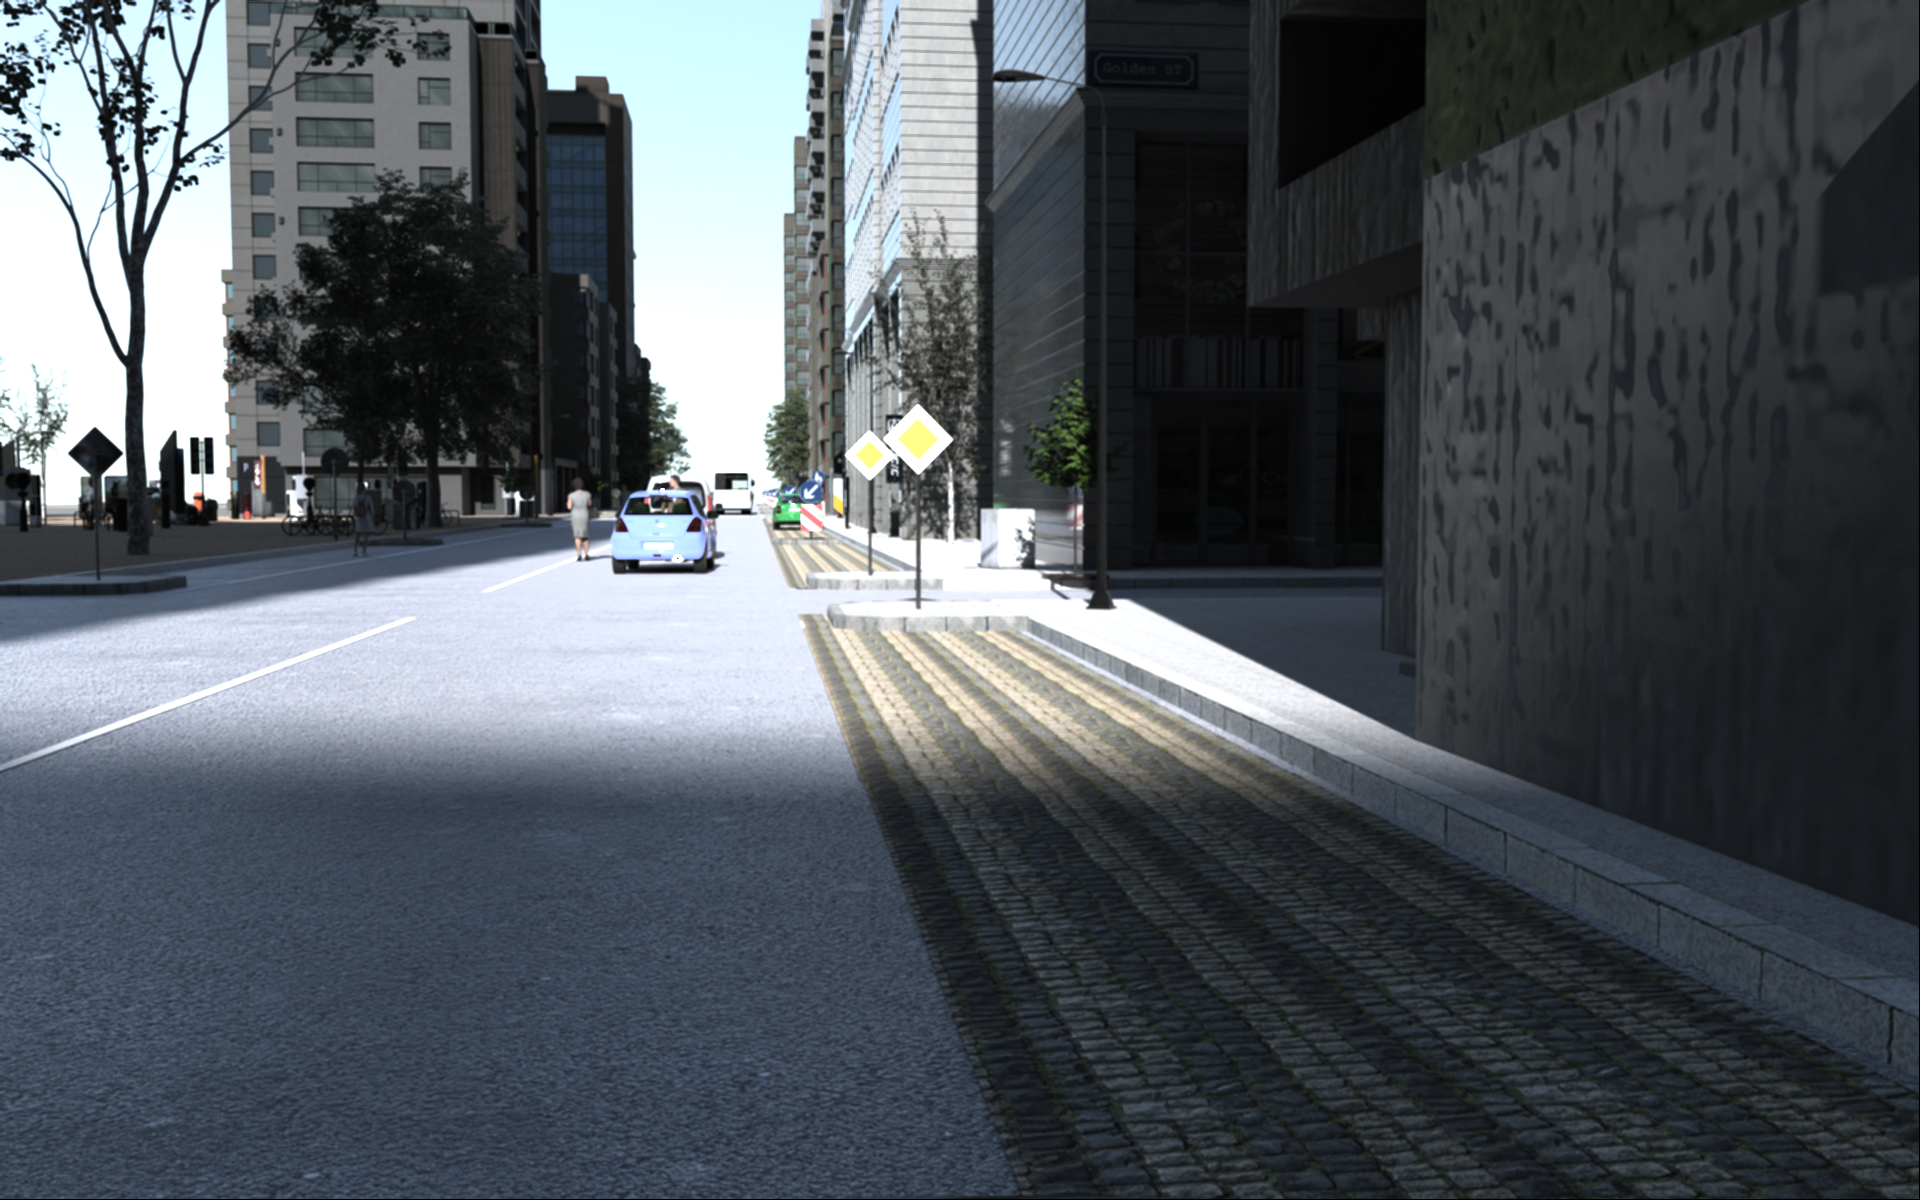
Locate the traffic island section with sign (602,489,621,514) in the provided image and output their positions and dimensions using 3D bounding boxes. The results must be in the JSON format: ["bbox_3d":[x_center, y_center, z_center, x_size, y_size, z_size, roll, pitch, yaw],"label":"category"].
[{"bbox_3d":[-24.792,-7.121,125.057,1.989,1.847,2.006,0,4,-7],"label":"traffic island section with sign"}]

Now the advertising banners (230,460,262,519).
[{"bbox_3d":[-36.400,-5.635,88.320,2.074,3.025,0.090,1,4,20],"label":"advertising banners"}]

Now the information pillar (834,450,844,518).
[{"bbox_3d":[-6.503,-6.203,92.776,0.504,3.616,0.183,0,4,6],"label":"information pillar"}]

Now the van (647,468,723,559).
[{"bbox_3d":[-6.411,-1.988,39.522,2.013,2.044,4.112,-1,4,-9],"label":"van"}]

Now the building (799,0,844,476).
[{"bbox_3d":[-3.020,-33.196,162.365,23.786,49.044,30.456,0,4,-7],"label":"building"}]

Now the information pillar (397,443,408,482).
[{"bbox_3d":[-25.323,-5.338,78.632,0.183,3.616,0.504,3,5,42],"label":"information pillar"}]

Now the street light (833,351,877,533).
[{"bbox_3d":[-3.406,-5.129,56.396,1.470,5.913,1.316,0,4,-7],"label":"street light"}]

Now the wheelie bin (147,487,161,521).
[{"bbox_3d":[-37.920,-4.491,81.330,0.980,1.594,0.693,0,3,0],"label":"wheelie bin"}]

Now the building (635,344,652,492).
[{"bbox_3d":[-52.546,-22.434,211.830,27.650,21.520,28.899,0,4,-7],"label":"building"}]

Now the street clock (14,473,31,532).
[{"bbox_3d":[-31.813,-3.317,58.803,0.358,2.002,0.471,2,4,35],"label":"street clock"}]

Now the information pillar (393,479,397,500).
[{"bbox_3d":[-27.137,-4.831,83.486,0.304,2.012,0.304,-1,4,-10],"label":"information pillar"}]

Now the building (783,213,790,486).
[{"bbox_3d":[-18.775,-34.893,254.095,14.154,41.232,14.086,0,4,-7],"label":"building"}]

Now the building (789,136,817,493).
[{"bbox_3d":[-12.245,-31.669,201.387,14.154,41.232,14.086,0,4,-7],"label":"building"}]

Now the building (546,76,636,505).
[{"bbox_3d":[-43.126,-32.995,189.586,14.600,45.320,14.200,0,4,-7],"label":"building"}]

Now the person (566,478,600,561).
[{"bbox_3d":[-8.084,-1.728,37.109,0.716,1.782,0.532,-2,4,-28],"label":"person"}]

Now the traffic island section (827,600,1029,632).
[{"bbox_3d":[-0.445,0.180,19.342,2.009,0.180,2.903,0,4,-7],"label":"traffic island section"}]

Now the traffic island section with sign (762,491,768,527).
[{"bbox_3d":[-7.577,-4.125,76.071,1.989,1.847,2.006,0,4,-7],"label":"traffic island section with sign"}]

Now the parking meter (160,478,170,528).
[{"bbox_3d":[-29.690,-3.607,64.691,0.255,1.863,0.399,-2,4,-35],"label":"parking meter"}]

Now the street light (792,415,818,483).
[{"bbox_3d":[-8.962,-7.914,101.936,1.470,5.913,1.316,0,4,-7],"label":"street light"}]

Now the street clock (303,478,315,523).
[{"bbox_3d":[-29.134,-4.466,77.591,0.358,2.002,0.471,3,4,37],"label":"street clock"}]

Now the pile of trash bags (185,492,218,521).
[{"bbox_3d":[-35.678,-4.351,80.888,1.912,1.369,3.447,-2,4,-29],"label":"pile of trash bags"}]

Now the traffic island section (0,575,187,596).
[{"bbox_3d":[-12.905,-0.221,25.902,2.009,0.180,2.903,0,4,-7],"label":"traffic island section"}]

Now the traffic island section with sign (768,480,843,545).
[{"bbox_3d":[-4.367,-2.488,49.307,1.989,1.847,2.006,0,4,-7],"label":"traffic island section with sign"}]

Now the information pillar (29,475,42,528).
[{"bbox_3d":[-35.438,-3.784,66.359,0.304,2.012,0.304,0,4,6],"label":"information pillar"}]

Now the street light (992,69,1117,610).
[{"bbox_3d":[1.046,-2.852,19.177,1.470,5.913,1.316,0,4,-7],"label":"street light"}]

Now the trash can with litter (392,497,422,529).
[{"bbox_3d":[-20.273,-3.184,63.441,1.055,1.170,0.624,0,4,2],"label":"trash can with litter"}]

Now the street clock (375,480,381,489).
[{"bbox_3d":[-29.142,-5.026,86.742,0.358,2.002,0.471,-1,4,-8],"label":"street clock"}]

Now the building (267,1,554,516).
[{"bbox_3d":[-33.133,-20.476,106.483,14.160,30.474,14.107,0,4,-7],"label":"building"}]

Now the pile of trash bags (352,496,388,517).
[{"bbox_3d":[-32.905,-5.305,96.483,1.912,1.369,3.447,-3,4,-36],"label":"pile of trash bags"}]

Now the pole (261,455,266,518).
[{"bbox_3d":[-36.577,-5.939,90.941,0.158,3.312,0.155,0,3,0],"label":"pole"}]

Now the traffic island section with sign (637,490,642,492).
[{"bbox_3d":[-28.022,-8.770,152.010,1.989,1.847,2.006,0,4,-7],"label":"traffic island section with sign"}]

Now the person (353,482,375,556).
[{"bbox_3d":[-13.761,-1.859,39.900,0.512,1.701,0.522,0,4,-7],"label":"person"}]

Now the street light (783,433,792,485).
[{"bbox_3d":[-12.427,-9.707,131.257,1.470,5.913,1.316,0,4,-7],"label":"street light"}]

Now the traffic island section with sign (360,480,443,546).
[{"bbox_3d":[-15.637,-2.448,48.645,1.989,1.847,2.006,0,4,-7],"label":"traffic island section with sign"}]

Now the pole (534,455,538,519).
[{"bbox_3d":[-22.114,-5.905,90.385,0.158,3.312,0.155,0,3,0],"label":"pole"}]

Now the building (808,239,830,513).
[{"bbox_3d":[2.626,-17.651,133.627,27.650,21.520,28.899,0,4,-7],"label":"building"}]

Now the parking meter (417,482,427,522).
[{"bbox_3d":[-25.093,-4.590,80.756,0.399,1.863,0.255,2,4,24],"label":"parking meter"}]

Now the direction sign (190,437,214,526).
[{"bbox_3d":[-30.093,-4.699,68.820,0.876,3.537,0.379,-1,4,-8],"label":"direction sign"}]

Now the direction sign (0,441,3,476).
[{"bbox_3d":[-41.174,-5.022,74.101,0.379,3.537,0.876,0,4,-2],"label":"direction sign"}]

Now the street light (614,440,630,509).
[{"bbox_3d":[-28.873,-10.715,147.736,1.470,5.913,1.316,0,4,-7],"label":"street light"}]

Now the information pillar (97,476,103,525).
[{"bbox_3d":[-35.778,-4.925,71.881,0.183,3.616,0.504,0,4,1],"label":"information pillar"}]

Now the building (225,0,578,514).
[{"bbox_3d":[-38.373,-41.857,122.614,20.563,71.187,20.611,0,4,-7],"label":"building"}]

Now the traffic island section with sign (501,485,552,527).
[{"bbox_3d":[-18.848,-4.084,75.409,1.989,1.847,2.006,0,4,-7],"label":"traffic island section with sign"}]

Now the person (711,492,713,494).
[{"bbox_3d":[-34.343,-14.158,240.518,0.617,1.759,0.750,2,4,35],"label":"person"}]

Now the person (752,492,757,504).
[{"bbox_3d":[-28.964,-14.227,241.825,1.217,1.735,0.721,1,4,10],"label":"person"}]

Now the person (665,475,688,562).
[{"bbox_3d":[-6.071,-1.734,36.768,0.656,1.842,0.836,-2,4,-30],"label":"person"}]

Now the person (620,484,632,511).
[{"bbox_3d":[-12.564,-3.448,64.969,0.635,1.810,0.391,2,4,34],"label":"person"}]

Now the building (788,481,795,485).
[{"bbox_3d":[-7.251,-33.288,236.132,32.217,40.220,23.993,0,4,-7],"label":"building"}]

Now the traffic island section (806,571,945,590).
[{"bbox_3d":[-1.395,-0.305,27.271,2.009,0.180,2.903,0,4,-7],"label":"traffic island section"}]

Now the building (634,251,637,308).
[{"bbox_3d":[-57.426,-33.360,237.320,32.217,40.220,23.993,0,4,-7],"label":"building"}]

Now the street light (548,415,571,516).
[{"bbox_3d":[-23.532,-7.902,101.739,1.470,5.913,1.316,0,4,-7],"label":"street light"}]

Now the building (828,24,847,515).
[{"bbox_3d":[-1.491,-20.767,111.247,14.160,30.474,14.107,0,4,-7],"label":"building"}]

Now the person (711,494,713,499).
[{"bbox_3d":[-26.495,-10.607,185.163,0.421,1.427,0.697,0,4,-7],"label":"person"}]

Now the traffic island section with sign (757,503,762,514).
[{"bbox_3d":[-13.556,-7.180,126.020,1.989,1.847,2.006,0,4,-7],"label":"traffic island section with sign"}]
